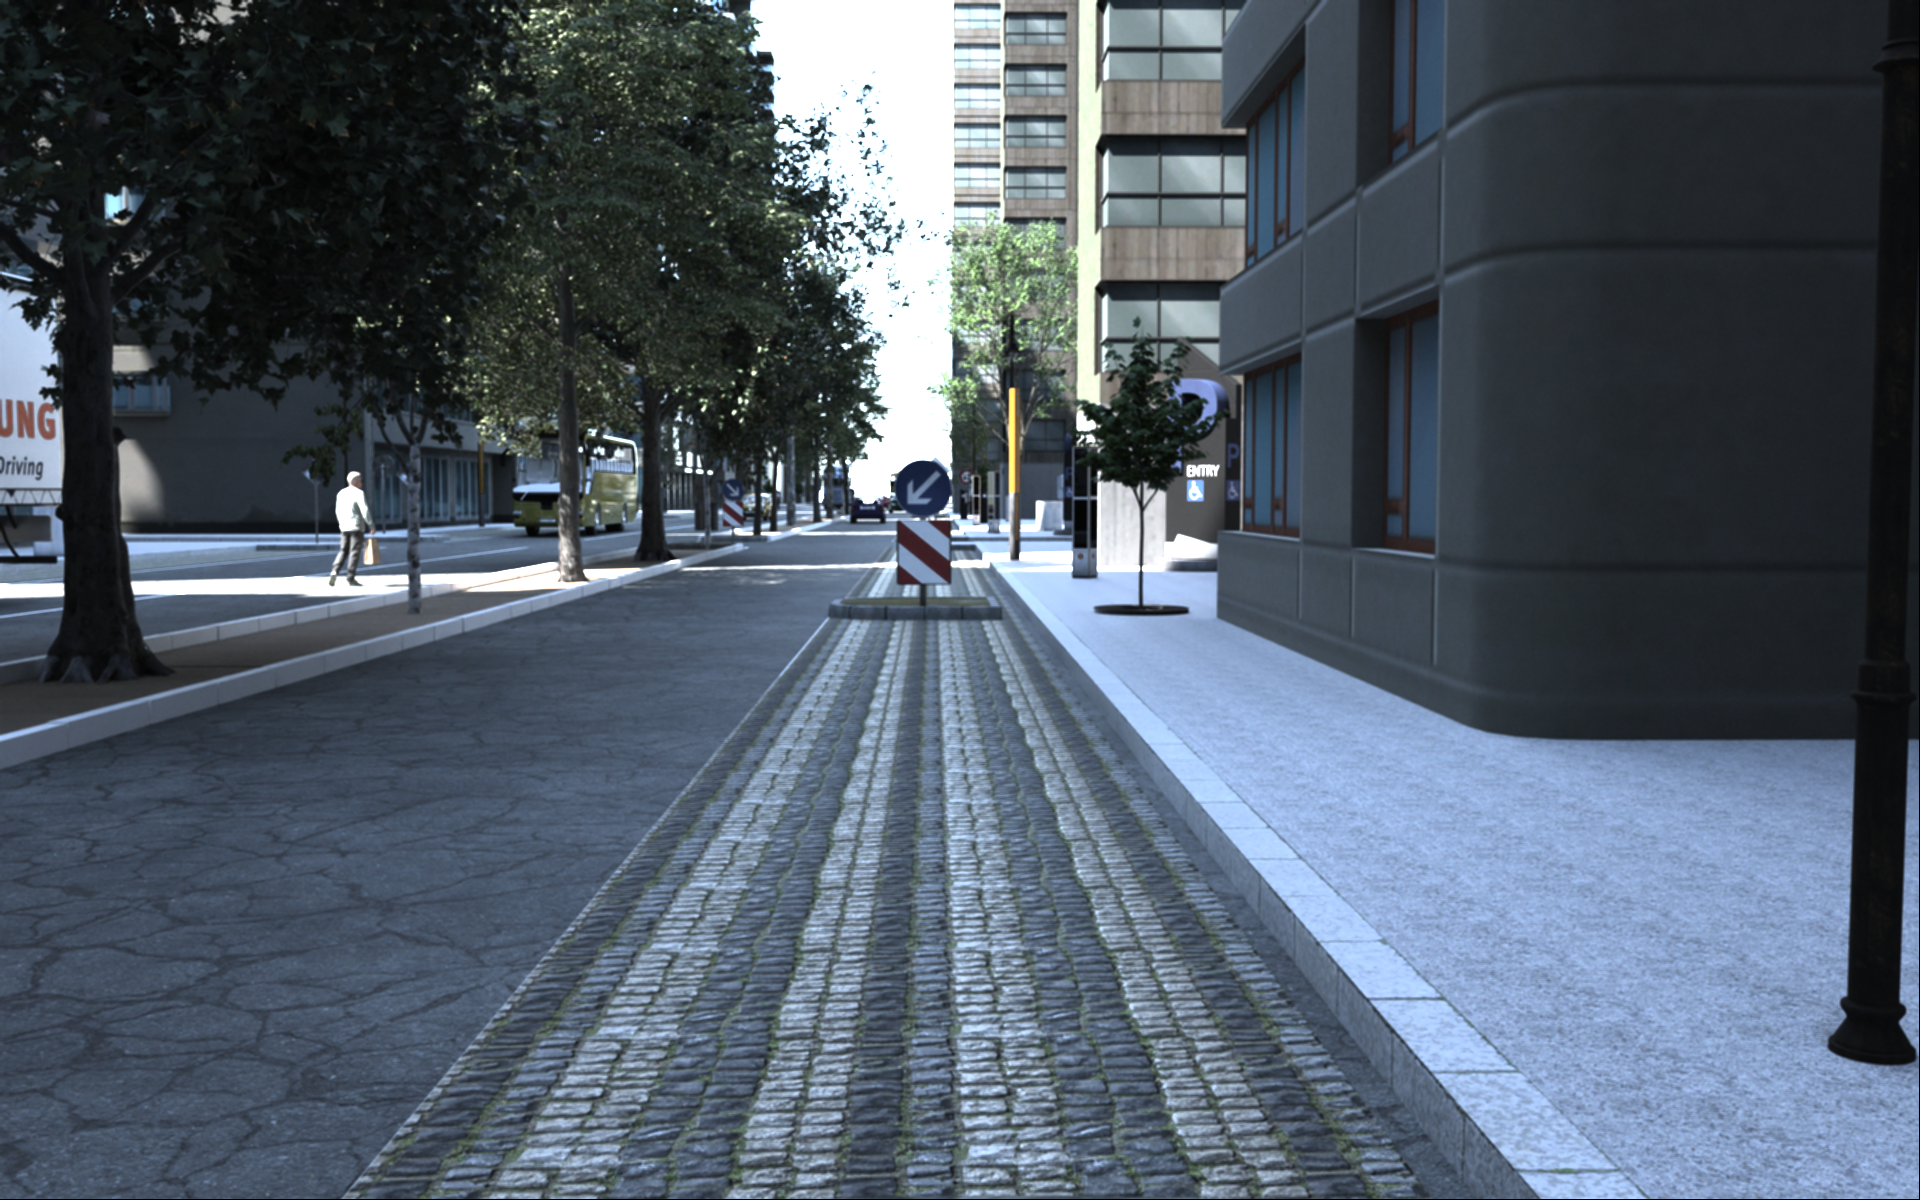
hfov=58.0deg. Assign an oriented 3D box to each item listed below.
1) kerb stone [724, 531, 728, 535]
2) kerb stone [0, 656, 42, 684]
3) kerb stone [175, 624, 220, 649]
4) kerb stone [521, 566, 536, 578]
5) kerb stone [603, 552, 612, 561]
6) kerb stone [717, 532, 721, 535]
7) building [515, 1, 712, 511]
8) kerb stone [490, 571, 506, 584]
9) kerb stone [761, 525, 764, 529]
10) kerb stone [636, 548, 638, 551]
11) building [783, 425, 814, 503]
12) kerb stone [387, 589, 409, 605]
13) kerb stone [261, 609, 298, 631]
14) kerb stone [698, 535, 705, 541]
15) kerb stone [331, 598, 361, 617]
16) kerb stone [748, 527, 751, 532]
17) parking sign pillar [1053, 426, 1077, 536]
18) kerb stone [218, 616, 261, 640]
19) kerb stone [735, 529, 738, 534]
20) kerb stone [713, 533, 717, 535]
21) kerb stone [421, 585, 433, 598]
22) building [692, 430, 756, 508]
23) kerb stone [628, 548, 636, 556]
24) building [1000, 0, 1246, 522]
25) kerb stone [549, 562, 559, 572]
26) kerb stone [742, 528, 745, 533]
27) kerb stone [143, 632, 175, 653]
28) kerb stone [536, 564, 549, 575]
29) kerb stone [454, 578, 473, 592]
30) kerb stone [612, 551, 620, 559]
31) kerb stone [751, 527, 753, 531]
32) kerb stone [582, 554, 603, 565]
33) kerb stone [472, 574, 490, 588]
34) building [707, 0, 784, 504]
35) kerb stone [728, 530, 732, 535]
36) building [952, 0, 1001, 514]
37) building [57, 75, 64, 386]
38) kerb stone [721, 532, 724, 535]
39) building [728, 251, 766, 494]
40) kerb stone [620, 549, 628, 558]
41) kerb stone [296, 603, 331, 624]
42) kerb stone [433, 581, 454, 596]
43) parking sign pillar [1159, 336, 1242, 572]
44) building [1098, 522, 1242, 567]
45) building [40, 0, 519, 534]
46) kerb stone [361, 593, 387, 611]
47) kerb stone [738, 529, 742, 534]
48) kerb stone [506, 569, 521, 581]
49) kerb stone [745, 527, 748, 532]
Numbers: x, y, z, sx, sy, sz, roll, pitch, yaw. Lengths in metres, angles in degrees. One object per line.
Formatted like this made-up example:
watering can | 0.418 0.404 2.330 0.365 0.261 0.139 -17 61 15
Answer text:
kerb stone | -7.964 -2.183 57.948 0.120 0.150 1.000 0 4 -1
kerb stone | -7.235 0.546 13.304 0.120 0.150 1.000 0 4 -1
kerb stone | -7.286 0.361 16.371 0.120 0.150 1.000 0 4 -1
kerb stone | -7.495 -0.456 29.693 0.120 0.150 1.000 0 4 -1
kerb stone | -7.618 -0.897 36.862 0.120 0.150 1.000 0 4 -1
kerb stone | -7.928 -2.061 55.901 0.120 0.150 1.000 0 4 -1
building | -33.505 -31.964 142.213 23.786 49.044 30.456 0 4 -1
kerb stone | -7.472 -0.330 27.647 0.120 0.150 1.000 0 4 -1
kerb stone | -8.162 -2.938 70.232 0.120 0.150 1.000 0 4 -1
kerb stone | -7.684 -1.147 40.957 0.120 0.150 1.000 0 4 -1
building | -36.614 -25.351 259.525 27.650 21.520 28.899 0 4 -1
kerb stone | -7.388 -0.015 22.533 0.120 0.150 1.000 0 4 -1
kerb stone | -7.320 0.233 18.424 0.120 0.150 1.000 0 4 -1
kerb stone | -7.876 -1.874 52.836 0.120 0.150 1.000 0 4 -1
kerb stone | -7.346 0.105 20.484 0.120 0.150 1.000 0 4 -1
kerb stone | -8.072 -2.624 65.117 0.120 0.150 1.000 0 4 -1
parking sign pillar | 3.631 -4.007 53.989 1.447 3.967 1.447 1 4 22
kerb stone | -7.298 0.294 17.393 0.120 0.150 1.000 0 4 -1
kerb stone | -8.018 -2.375 61.030 0.120 0.150 1.000 0 4 -1
kerb stone | -7.915 -1.997 54.879 0.120 0.150 1.000 0 4 -1
kerb stone | -7.406 -0.083 23.555 0.120 0.150 1.000 0 4 -1
building | -35.803 -20.110 173.845 27.650 21.520 28.899 0 4 -1
kerb stone | -7.669 -1.082 39.935 0.120 0.150 1.000 0 4 -1
building | 9.118 -19.687 93.577 14.160 30.474 14.107 0 4 -1
kerb stone | -7.531 -0.584 31.738 0.120 0.150 1.000 0 4 -1
kerb stone | -8.042 -2.500 63.074 0.120 0.150 1.000 0 4 -1
kerb stone | -7.265 0.419 15.348 0.120 0.150 1.000 0 4 -1
kerb stone | -7.511 -0.519 30.716 0.120 0.150 1.000 0 4 -1
kerb stone | -7.437 -0.202 25.603 0.120 0.150 1.000 0 4 -1
kerb stone | -7.633 -0.960 37.885 0.120 0.150 1.000 0 4 -1
kerb stone | -8.100 -2.688 66.139 0.120 0.150 1.000 0 4 -1
kerb stone | -7.604 -0.830 35.841 0.120 0.150 1.000 0 4 -1
kerb stone | -7.449 -0.271 26.625 0.120 0.150 1.000 0 4 -1
building | -34.101 -55.905 226.717 22.319 86.520 31.000 0 4 -1
kerb stone | -7.978 -2.250 58.975 0.120 0.150 1.000 0 4 -1
building | 6.472 -26.627 118.940 14.154 41.232 14.086 0 4 -1
building | -31.971 -29.301 98.672 23.786 49.044 30.456 0 4 -1
kerb stone | -7.948 -2.124 56.926 0.120 0.150 1.000 0 4 -1
building | -29.614 -31.266 194.799 14.154 41.232 14.086 0 4 -1
kerb stone | -7.655 -1.019 38.907 0.120 0.150 1.000 0 4 -1
kerb stone | -7.332 0.168 19.456 0.120 0.150 1.000 0 4 -1
kerb stone | -7.421 -0.144 24.578 0.120 0.150 1.000 0 4 -1
parking sign pillar | 4.096 -2.489 29.163 1.447 3.967 1.447 -3 5 -42
building | 9.368 -16.207 36.681 14.160 30.474 14.107 0 4 -1
building | -29.969 -26.975 64.751 21.300 48.544 21.600 0 4 -1
kerb stone | -7.369 0.044 21.507 0.120 0.150 1.000 0 4 -1
kerb stone | -8.030 -2.437 62.052 0.120 0.150 1.000 0 4 -1
kerb stone | -7.490 -0.396 28.671 0.120 0.150 1.000 0 4 -1
kerb stone | -8.063 -2.563 64.095 0.120 0.150 1.000 0 4 -1
